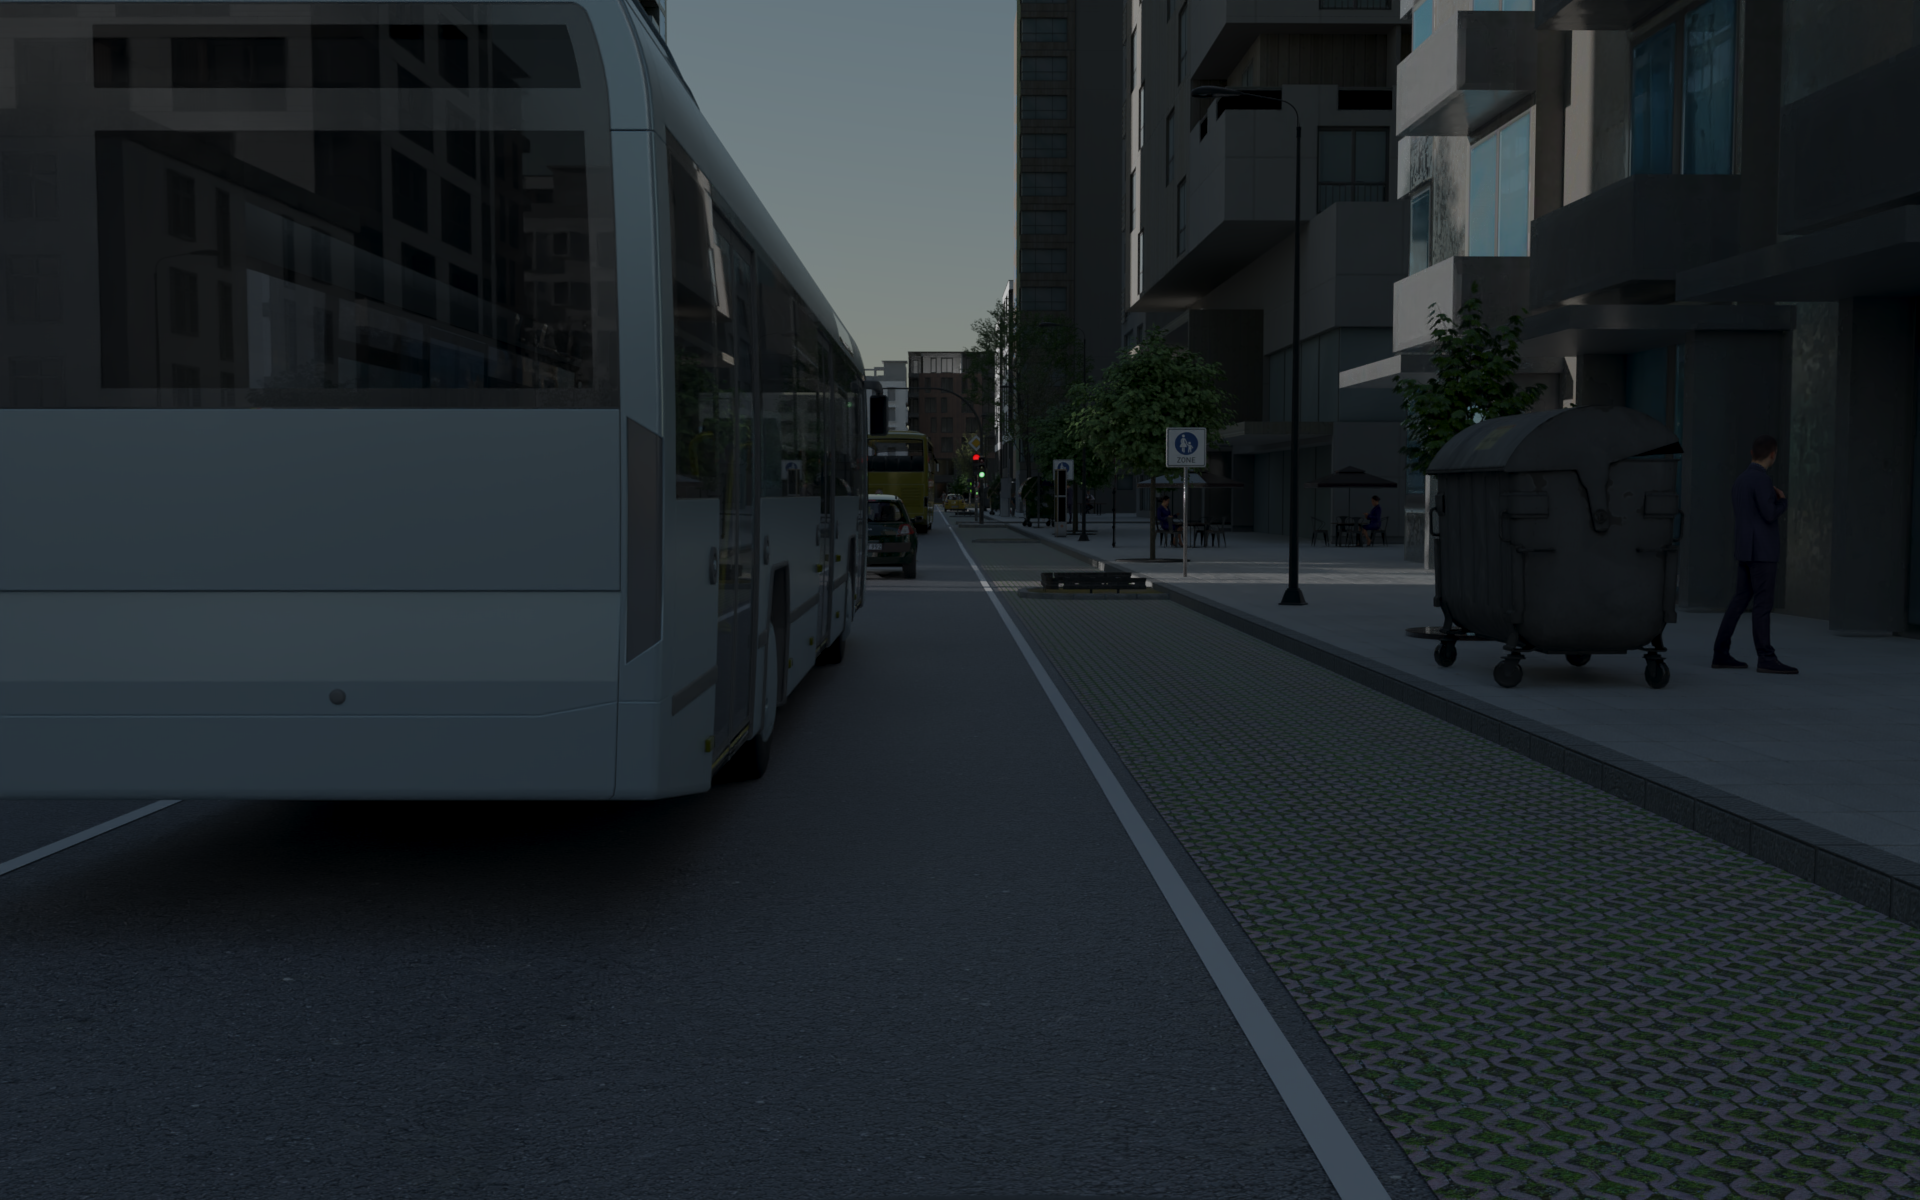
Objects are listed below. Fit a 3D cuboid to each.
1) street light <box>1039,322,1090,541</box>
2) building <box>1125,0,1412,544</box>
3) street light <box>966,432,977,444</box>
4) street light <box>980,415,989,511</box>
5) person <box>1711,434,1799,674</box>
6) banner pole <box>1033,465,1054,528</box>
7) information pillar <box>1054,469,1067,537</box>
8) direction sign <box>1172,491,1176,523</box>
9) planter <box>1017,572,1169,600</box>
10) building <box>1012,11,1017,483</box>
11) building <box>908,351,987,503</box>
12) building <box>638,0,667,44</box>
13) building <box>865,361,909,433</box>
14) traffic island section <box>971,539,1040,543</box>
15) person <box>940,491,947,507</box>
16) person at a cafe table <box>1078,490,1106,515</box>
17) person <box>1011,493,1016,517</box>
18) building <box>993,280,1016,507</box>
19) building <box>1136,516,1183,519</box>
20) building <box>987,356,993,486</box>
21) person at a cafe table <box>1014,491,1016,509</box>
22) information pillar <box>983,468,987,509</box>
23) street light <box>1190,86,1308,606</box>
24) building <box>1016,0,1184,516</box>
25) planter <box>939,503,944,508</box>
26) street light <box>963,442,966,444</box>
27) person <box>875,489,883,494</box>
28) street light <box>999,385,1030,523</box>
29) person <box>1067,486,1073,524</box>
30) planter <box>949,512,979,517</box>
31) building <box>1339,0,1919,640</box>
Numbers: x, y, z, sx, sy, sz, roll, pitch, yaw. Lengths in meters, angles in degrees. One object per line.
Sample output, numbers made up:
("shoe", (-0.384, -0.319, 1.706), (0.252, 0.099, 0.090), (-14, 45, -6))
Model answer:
("street light", (2.830, -4.553, 46.987), (1.470, 5.913, 1.316), (0, 4, -1))
("building", (20.318, -28.578, 56.485), (28.713, 52.752, 27.495), (0, 4, -1))
("street light", (1.373, -9.548, 128.647), (1.470, 5.913, 1.316), (0, 4, -1))
("street light", (1.894, -7.880, 101.373), (1.470, 5.913, 1.316), (0, 4, -1))
("person", (5.760, -0.340, 12.515), (0.530, 1.710, 0.541), (1, 4, 14))
("banner pole", (3.165, -4.585, 64.983), (0.863, 3.779, 0.401), (-1, 4, -20))
("information pillar", (2.982, -2.863, 51.303), (0.304, 2.012, 0.304), (-1, 4, -13))
("direction sign", (9.130, -5.035, 74.326), (0.379, 3.537, 0.876), (1, 4, 14))
("planter", (1.813, -0.192, 24.277), (1.991, 0.319, 1.994), (0, 4, -1))
("building", (11.870, -30.559, 149.750), (14.600, 45.320, 14.200), (0, 4, -1))
("building", (8.668, -25.361, 258.632), (32.646, 21.610, 27.936), (0, 4, -1))
("building", (-32.962, -49.933, 129.079), (22.319, 86.520, 31.000), (0, 4, -1))
("building", (-13.222, -24.168, 251.573), (11.380, 20.091, 16.016), (0, 4, -1))
("traffic island section", (1.339, -1.738, 51.290), (1.991, 0.108, 1.994), (0, 4, -1))
("person", (-1.821, -11.284, 192.992), (0.705, 1.824, 1.348), (-2, 4, -32))
("person at a cafe table", (7.795, -5.862, 104.351), (1.698, 1.524, 1.622), (-1, 4, -10))
("person", (2.970, -5.236, 95.560), (0.340, 1.345, 0.435), (0, 4, -5))
("building", (18.279, -20.667, 181.883), (27.936, 21.610, 32.646), (0, 4, -1))
("building", (16.112, -24.884, 90.448), (14.086, 41.232, 14.154), (0, 4, -1))
("building", (18.159, -22.660, 214.472), (27.936, 21.610, 32.646), (0, 4, -1))
("person at a cafe table", (5.265, -7.922, 138.044), (1.698, 1.524, 1.622), (-1, 4, -11))
("information pillar", (1.899, -8.694, 133.502), (0.183, 3.616, 0.504), (3, 5, 43))
("street light", (3.324, -2.897, 19.904), (1.470, 5.913, 1.316), (0, 4, -1))
("building", (10.898, -26.824, 122.168), (14.154, 41.232, 14.086), (0, 4, -1))
("planter", (-1.527, -11.663, 211.836), (1.991, 0.319, 1.994), (0, 4, -1))
("street light", (0.960, -11.204, 155.732), (1.470, 5.913, 1.316), (0, 4, -1))
("person", (-1.936, -2.013, 43.617), (0.471, 1.553, 0.569), (-3, 5, -41))
("street light", (2.358, -6.210, 74.070), (1.470, 5.913, 1.316), (0, 4, -1))
("person", (4.513, -4.127, 73.972), (0.568, 1.767, 0.683), (2, 4, 32))
("planter", (0.336, -5.259, 107.130), (1.991, 0.319, 1.994), (0, 4, -1))
("building", (18.293, -24.442, 19.236), (23.786, 49.044, 30.456), (0, 4, -1))
